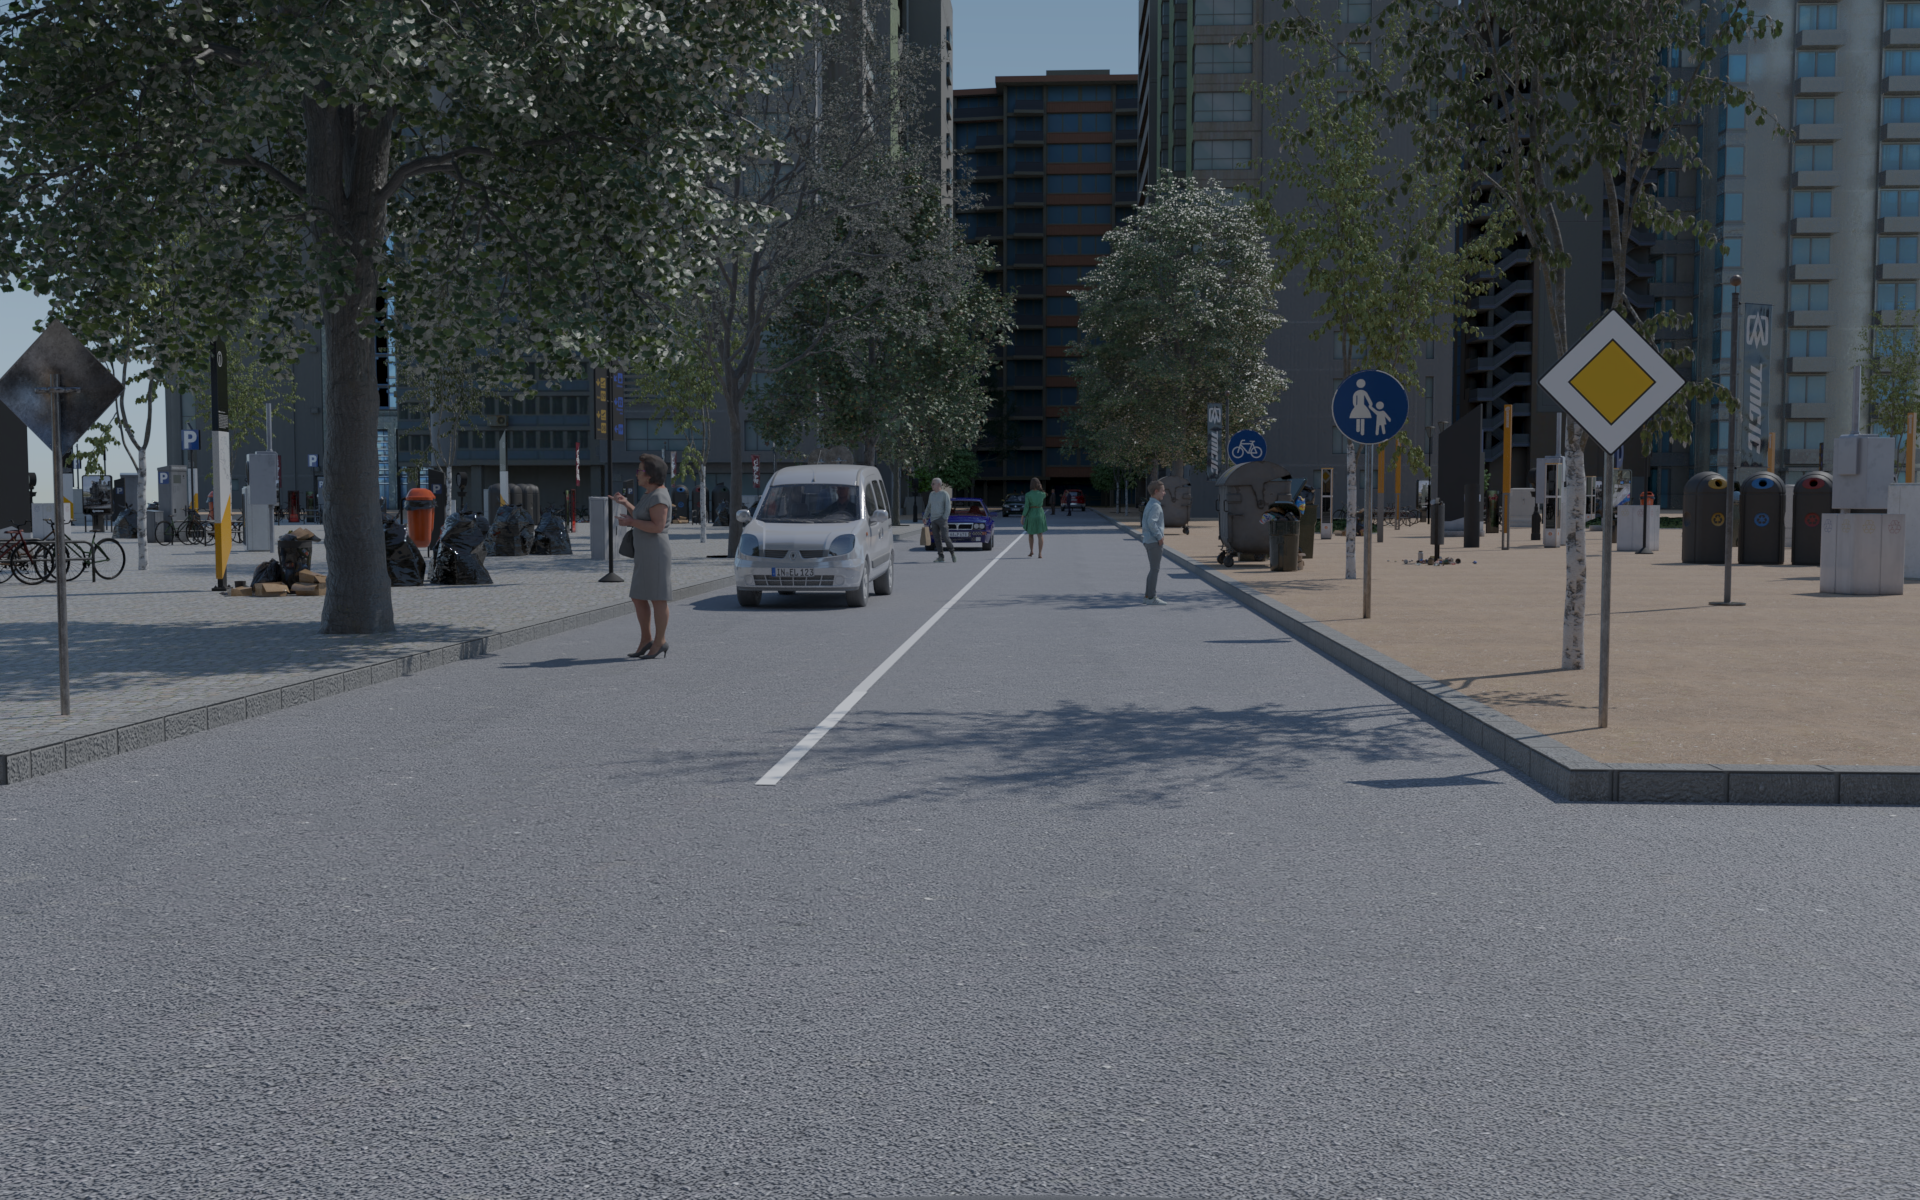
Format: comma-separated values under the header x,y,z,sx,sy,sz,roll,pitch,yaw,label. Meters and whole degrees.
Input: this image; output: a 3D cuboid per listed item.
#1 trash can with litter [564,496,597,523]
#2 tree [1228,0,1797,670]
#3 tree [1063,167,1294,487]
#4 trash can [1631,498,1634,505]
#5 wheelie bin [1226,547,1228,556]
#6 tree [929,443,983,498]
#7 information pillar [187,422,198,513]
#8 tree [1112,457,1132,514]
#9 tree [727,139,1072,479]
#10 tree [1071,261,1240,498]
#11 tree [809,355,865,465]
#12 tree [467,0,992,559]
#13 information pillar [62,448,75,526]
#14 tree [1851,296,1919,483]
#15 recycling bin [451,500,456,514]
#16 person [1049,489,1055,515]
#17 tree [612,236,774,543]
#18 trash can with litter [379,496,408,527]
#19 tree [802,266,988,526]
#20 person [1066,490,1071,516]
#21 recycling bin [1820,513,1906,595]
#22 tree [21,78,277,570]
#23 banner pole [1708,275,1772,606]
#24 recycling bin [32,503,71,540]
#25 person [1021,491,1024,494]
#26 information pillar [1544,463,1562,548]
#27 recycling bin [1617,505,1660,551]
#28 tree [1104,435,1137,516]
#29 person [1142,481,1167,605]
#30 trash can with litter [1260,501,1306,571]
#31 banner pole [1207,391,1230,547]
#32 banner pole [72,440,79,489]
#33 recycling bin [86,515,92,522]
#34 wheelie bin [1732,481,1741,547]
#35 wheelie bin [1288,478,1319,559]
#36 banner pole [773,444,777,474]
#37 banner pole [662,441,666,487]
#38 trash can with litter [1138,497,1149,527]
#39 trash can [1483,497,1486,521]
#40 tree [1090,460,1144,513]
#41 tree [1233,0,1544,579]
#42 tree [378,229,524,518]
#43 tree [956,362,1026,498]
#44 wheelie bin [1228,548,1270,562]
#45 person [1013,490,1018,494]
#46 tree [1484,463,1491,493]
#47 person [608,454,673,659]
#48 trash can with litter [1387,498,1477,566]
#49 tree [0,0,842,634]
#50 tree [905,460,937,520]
x,y,z,sx,sy,sz,roll,pitch,yaw,label
-16.662,-4.062,77.475,2.233,1.210,1.678,2,4,23,trash can with litter
4.303,-3.790,12.327,4.360,8.622,3.978,0,3,0,tree
8.775,-9.946,69.272,9.857,13.997,8.962,0,3,0,tree
27.270,-3.633,71.058,0.748,1.137,0.748,0,3,0,trash can
5.801,-1.703,35.744,0.980,1.594,0.693,-1,4,-14,wheelie bin
-0.223,-7.183,101.149,4.285,4.588,4.351,0,3,0,tree
-24.990,-3.978,56.392,0.504,3.616,0.183,3,5,41,information pillar
10.357,-9.840,111.242,4.360,8.622,3.978,0,3,0,tree
-2.873,-8.454,55.225,9.611,12.733,9.660,0,3,0,tree
9.285,-10.176,83.378,9.611,12.733,9.660,0,3,0,tree
-5.214,-7.964,80.567,4.737,8.622,4.395,0,3,0,tree
-4.472,-7.580,34.299,12.009,13.543,11.850,0,3,0,tree
-36.265,-4.828,70.289,0.504,3.616,0.183,-2,4,-31,information pillar
35.524,-7.025,65.215,4.737,8.622,4.395,0,3,0,tree
-22.027,-3.778,74.329,0.722,1.027,0.722,-1,4,-18,recycling bin
6.392,-6.773,119.797,0.434,1.755,0.990,0,4,-5,person
-6.995,-5.808,45.316,4.737,8.622,4.395,0,3,0,tree
-22.248,-3.447,67.413,2.233,1.210,1.678,0,4,5,trash can with litter
-2.678,-8.754,68.884,9.928,11.665,9.643,0,3,0,tree
7.095,-6.336,113.019,0.530,1.710,0.541,2,4,31,person
11.605,-0.595,22.280,0.722,1.027,0.722,0,4,-8,recycling bin
-13.770,-4.823,29.215,4.737,8.622,4.395,0,3,0,tree
9.068,-1.834,19.997,0.863,3.779,0.401,-2,4,-27,banner pole
-25.549,-2.211,48.707,0.722,1.027,0.722,0,4,6,recycling bin
5.518,-8.914,155.030,0.721,1.735,1.217,1,4,23,person
14.130,-2.250,41.273,0.304,2.012,0.304,3,4,39,information pillar
15.291,-1.620,39.043,0.722,1.027,0.722,3,5,41,recycling bin
9.515,-9.193,100.670,4.737,8.622,4.395,0,3,0,tree
2.516,-0.738,22.377,0.330,1.601,0.589,0,4,6,person
5.425,-1.076,28.983,0.624,1.170,1.055,1,4,23,trash can with litter
6.285,-3.176,41.950,0.863,3.779,0.401,-2,4,-32,banner pole
-40.536,-5.449,79.112,0.863,3.779,0.401,-2,4,-35,banner pole
-40.613,-4.187,81.017,0.722,1.027,0.722,-1,4,-15,recycling bin
18.623,-2.089,42.070,0.693,1.594,0.980,-3,4,-39,wheelie bin
6.719,-1.630,34.567,0.693,1.594,0.980,-1,4,-21,wheelie bin
-6.824,-4.516,63.861,0.401,3.779,0.863,0,4,3,banner pole
-14.107,-5.663,82.605,0.401,3.779,0.863,-2,4,-24,banner pole
7.400,-3.376,66.579,1.055,1.170,0.624,2,4,25,trash can with litter
25.019,-4.304,82.027,0.748,1.137,0.748,0,3,0,trash can
10.977,-8.237,118.386,4.285,4.588,4.351,0,3,0,tree
6.117,-4.618,25.873,4.737,8.622,4.395,0,3,0,tree
-14.051,-5.948,47.609,4.360,8.622,3.978,0,3,0,tree
1.116,-11.303,119.214,7.601,10.594,8.767,0,4,8,tree
5.590,-1.540,33.084,0.693,1.594,0.980,1,4,18,wheelie bin
4.558,-8.274,143.800,1.348,1.821,0.705,-1,4,-21,person
22.781,-4.996,76.286,1.663,3.219,1.824,0,3,0,tree
-2.798,-0.383,15.116,0.532,1.782,0.716,-1,4,-22,person
8.641,-1.272,31.849,1.678,1.210,2.233,1,4,19,trash can with litter
-5.523,-6.675,15.793,9.857,13.997,8.962,0,3,0,tree
-1.999,-5.659,87.126,1.663,3.219,1.824,0,3,0,tree
